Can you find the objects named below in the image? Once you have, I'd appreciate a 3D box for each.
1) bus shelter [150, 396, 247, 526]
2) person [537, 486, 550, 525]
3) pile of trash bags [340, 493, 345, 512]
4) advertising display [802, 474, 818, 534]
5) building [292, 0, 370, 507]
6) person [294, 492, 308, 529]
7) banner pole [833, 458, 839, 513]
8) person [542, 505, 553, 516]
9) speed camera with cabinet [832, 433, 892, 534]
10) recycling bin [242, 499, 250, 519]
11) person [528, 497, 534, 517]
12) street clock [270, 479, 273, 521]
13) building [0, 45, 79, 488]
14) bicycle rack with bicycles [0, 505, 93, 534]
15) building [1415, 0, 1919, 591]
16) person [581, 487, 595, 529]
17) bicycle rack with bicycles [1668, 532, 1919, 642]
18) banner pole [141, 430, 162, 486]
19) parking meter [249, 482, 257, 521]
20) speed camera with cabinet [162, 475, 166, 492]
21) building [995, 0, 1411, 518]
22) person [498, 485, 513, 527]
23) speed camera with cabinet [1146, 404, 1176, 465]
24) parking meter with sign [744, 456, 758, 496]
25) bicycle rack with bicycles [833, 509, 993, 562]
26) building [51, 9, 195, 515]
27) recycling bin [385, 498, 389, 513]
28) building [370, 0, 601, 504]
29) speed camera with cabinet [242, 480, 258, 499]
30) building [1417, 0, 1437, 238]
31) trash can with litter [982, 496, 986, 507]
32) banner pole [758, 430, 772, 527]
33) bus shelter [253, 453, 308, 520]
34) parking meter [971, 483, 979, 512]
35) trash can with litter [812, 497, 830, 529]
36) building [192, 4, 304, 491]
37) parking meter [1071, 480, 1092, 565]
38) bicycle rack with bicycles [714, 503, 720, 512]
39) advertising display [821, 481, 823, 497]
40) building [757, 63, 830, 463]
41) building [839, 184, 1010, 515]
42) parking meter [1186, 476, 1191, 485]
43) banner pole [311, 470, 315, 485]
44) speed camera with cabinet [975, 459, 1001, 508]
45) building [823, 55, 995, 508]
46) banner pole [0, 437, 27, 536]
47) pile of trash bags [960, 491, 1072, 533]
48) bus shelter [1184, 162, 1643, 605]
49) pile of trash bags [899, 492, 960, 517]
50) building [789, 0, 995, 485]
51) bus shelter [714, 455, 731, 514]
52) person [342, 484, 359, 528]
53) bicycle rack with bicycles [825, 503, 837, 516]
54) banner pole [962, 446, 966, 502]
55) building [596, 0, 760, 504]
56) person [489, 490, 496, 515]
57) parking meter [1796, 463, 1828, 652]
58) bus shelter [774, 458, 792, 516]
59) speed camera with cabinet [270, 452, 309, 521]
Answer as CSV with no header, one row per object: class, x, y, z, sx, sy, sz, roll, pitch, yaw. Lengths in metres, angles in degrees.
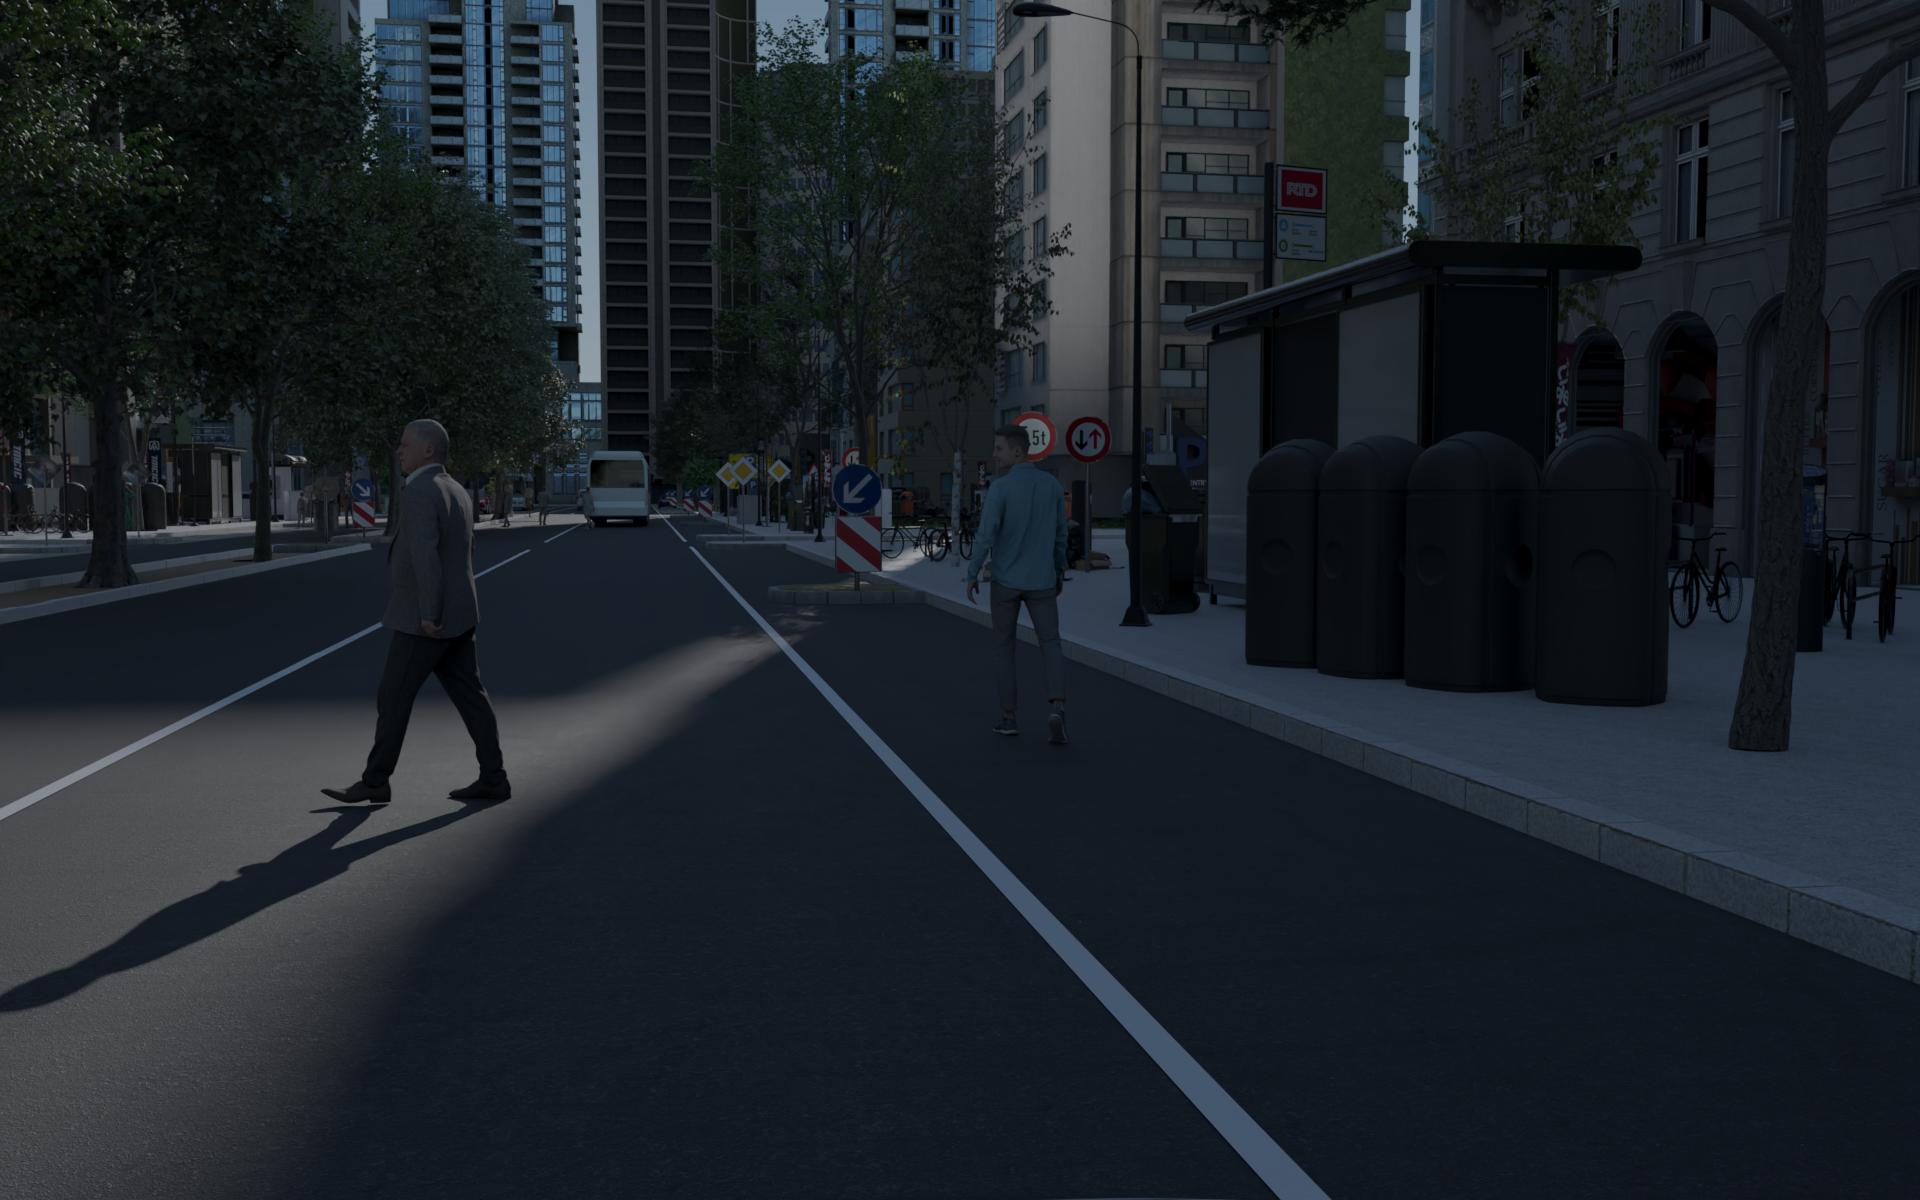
bus shelter,-32.307,-5.854,73.343,2.179,5.291,8.768,-1,4,-10
person,-19.281,-4.375,80.223,0.606,1.804,0.583,-1,4,-14
pile of trash bags,-44.703,-6.880,122.242,1.912,1.369,3.447,3,4,37
advertising display,-4.908,-3.115,56.147,0.123,1.923,0.974,-2,4,-23
building,-74.500,-38.539,172.116,28.212,58.520,21.231,-1,4,-10
person,-27.118,-3.681,71.281,0.523,1.515,0.503,2,4,26
banner pole,-8.567,-7.936,119.765,0.401,3.779,0.863,-2,4,-35
person,-27.336,-6.161,114.727,0.738,1.151,1.012,1,4,20
speed camera with cabinet,-3.183,-3.779,56.117,2.038,3.252,0.660,2,4,34
recycling bin,-36.758,-4.711,89.575,0.722,1.027,0.722,-2,4,-26
person,-26.415,-5.713,106.575,0.373,1.253,0.362,0,4,-4
street clock,-32.627,-4.721,81.756,0.358,2.002,0.471,-3,5,-40
building,-102.749,-31.363,167.407,28.867,44.769,22.147,-1,4,-10
bicycle rack with bicycles,-29.907,-2.642,56.574,2.925,0.926,2.852,-1,4,-20
building,17.808,-11.261,25.918,13.314,21.916,24.055,-1,4,-10
person,-15.185,-3.769,70.876,0.760,1.731,0.466,3,4,37
bicycle rack with bicycles,7.859,-0.192,16.520,2.852,0.926,2.925,3,4,38
banner pole,-31.502,-4.734,67.419,0.863,3.779,0.401,-2,4,-32
parking meter,-33.736,-4.711,82.731,0.399,1.863,0.255,3,5,45
speed camera with cabinet,-38.878,-5.405,82.703,0.660,3.252,2.038,3,4,39
building,9.591,-23.827,73.170,14.086,41.232,14.154,-1,4,-10
person,-19.565,-4.034,74.551,0.694,1.812,0.767,2,4,31
speed camera with cabinet,4.435,-2.729,38.951,0.660,3.252,2.038,0,4,2
parking meter with sign,-9.478,-5.055,78.912,0.543,3.016,1.738,-1,4,-12
bicycle rack with bicycles,-0.415,-1.276,34.248,2.852,0.926,2.925,3,5,42
building,-53.512,-25.428,99.341,14.154,41.232,14.086,-1,4,-10
recycling bin,-39.075,-6.516,119.094,0.722,1.027,0.722,-3,4,-36
building,-62.676,-55.805,225.086,31.000,86.520,22.319,-1,4,-10
speed camera with cabinet,-44.771,-7.080,110.092,2.038,3.252,0.660,1,4,20
building,38.436,-28.368,83.427,30.456,49.044,23.786,-1,4,-10
trash can with litter,1.594,-4.370,82.832,1.055,1.170,0.624,2,4,30
banner pole,-7.693,-4.760,67.845,0.401,3.779,0.863,-3,4,-38
bus shelter,-34.256,-5.759,88.081,2.014,3.302,5.546,-1,4,-10
parking meter,0.795,-5.413,94.217,0.399,1.863,0.255,-2,4,-33
trash can with litter,-5.296,-3.177,63.330,0.624,1.170,1.055,3,4,37
building,-64.084,-50.201,133.457,22.319,86.520,31.000,-1,4,-10
parking meter,2.217,-1.415,31.551,0.372,1.533,0.369,0,3,0
bicycle rack with bicycles,-15.993,-6.628,121.742,2.925,0.926,2.852,1,4,15
advertising display,-6.801,-4.604,80.488,0.974,1.923,0.123,2,4,28
building,-13.298,-42.389,235.062,28.212,58.520,21.231,-1,4,-10
building,7.536,-16.387,112.961,27.650,21.520,28.899,-1,4,-10
parking meter,7.228,-3.061,55.759,0.255,1.863,0.399,-1,4,-22
banner pole,-38.297,-6.886,102.603,0.401,3.779,0.863,0,4,-5
speed camera with cabinet,1.367,-5.560,85.235,0.660,3.252,2.038,-1,4,-22
building,3.995,-28.264,153.998,32.217,40.220,23.993,-1,4,-10
banner pole,-29.036,-3.857,53.077,0.401,3.779,0.863,3,5,42
pile of trash bags,2.025,-2.844,56.251,3.447,1.369,1.912,-1,4,-17
bus shelter,3.944,-2.513,18.720,2.179,5.291,8.768,-1,4,-10
pile of trash bags,-1.157,-3.664,69.654,3.447,1.369,1.912,3,5,44
building,-5.353,-52.973,178.775,22.319,86.520,31.000,-1,4,-10
bus shelter,-14.420,-7.176,108.617,1.731,3.624,6.357,-1,4,-10
person,-25.398,-3.904,72.132,0.655,1.846,0.447,-2,4,-27
bicycle rack with bicycles,-7.402,-5.418,101.972,2.852,0.926,2.925,3,4,36
banner pole,0.203,-5.982,87.828,0.401,3.779,0.863,-1,4,-13
building,-37.095,-48.371,229.120,20.611,71.187,20.563,-1,4,-10
person,-31.150,-6.513,115.322,0.374,1.781,0.599,-3,5,-44
parking meter,6.872,-0.352,14.168,0.372,1.533,0.369,0,3,0
bus shelter,-10.542,-6.447,99.324,2.014,3.302,5.546,-1,4,-10
speed camera with cabinet,-32.363,-5.426,83.047,0.660,3.252,2.038,3,5,42
